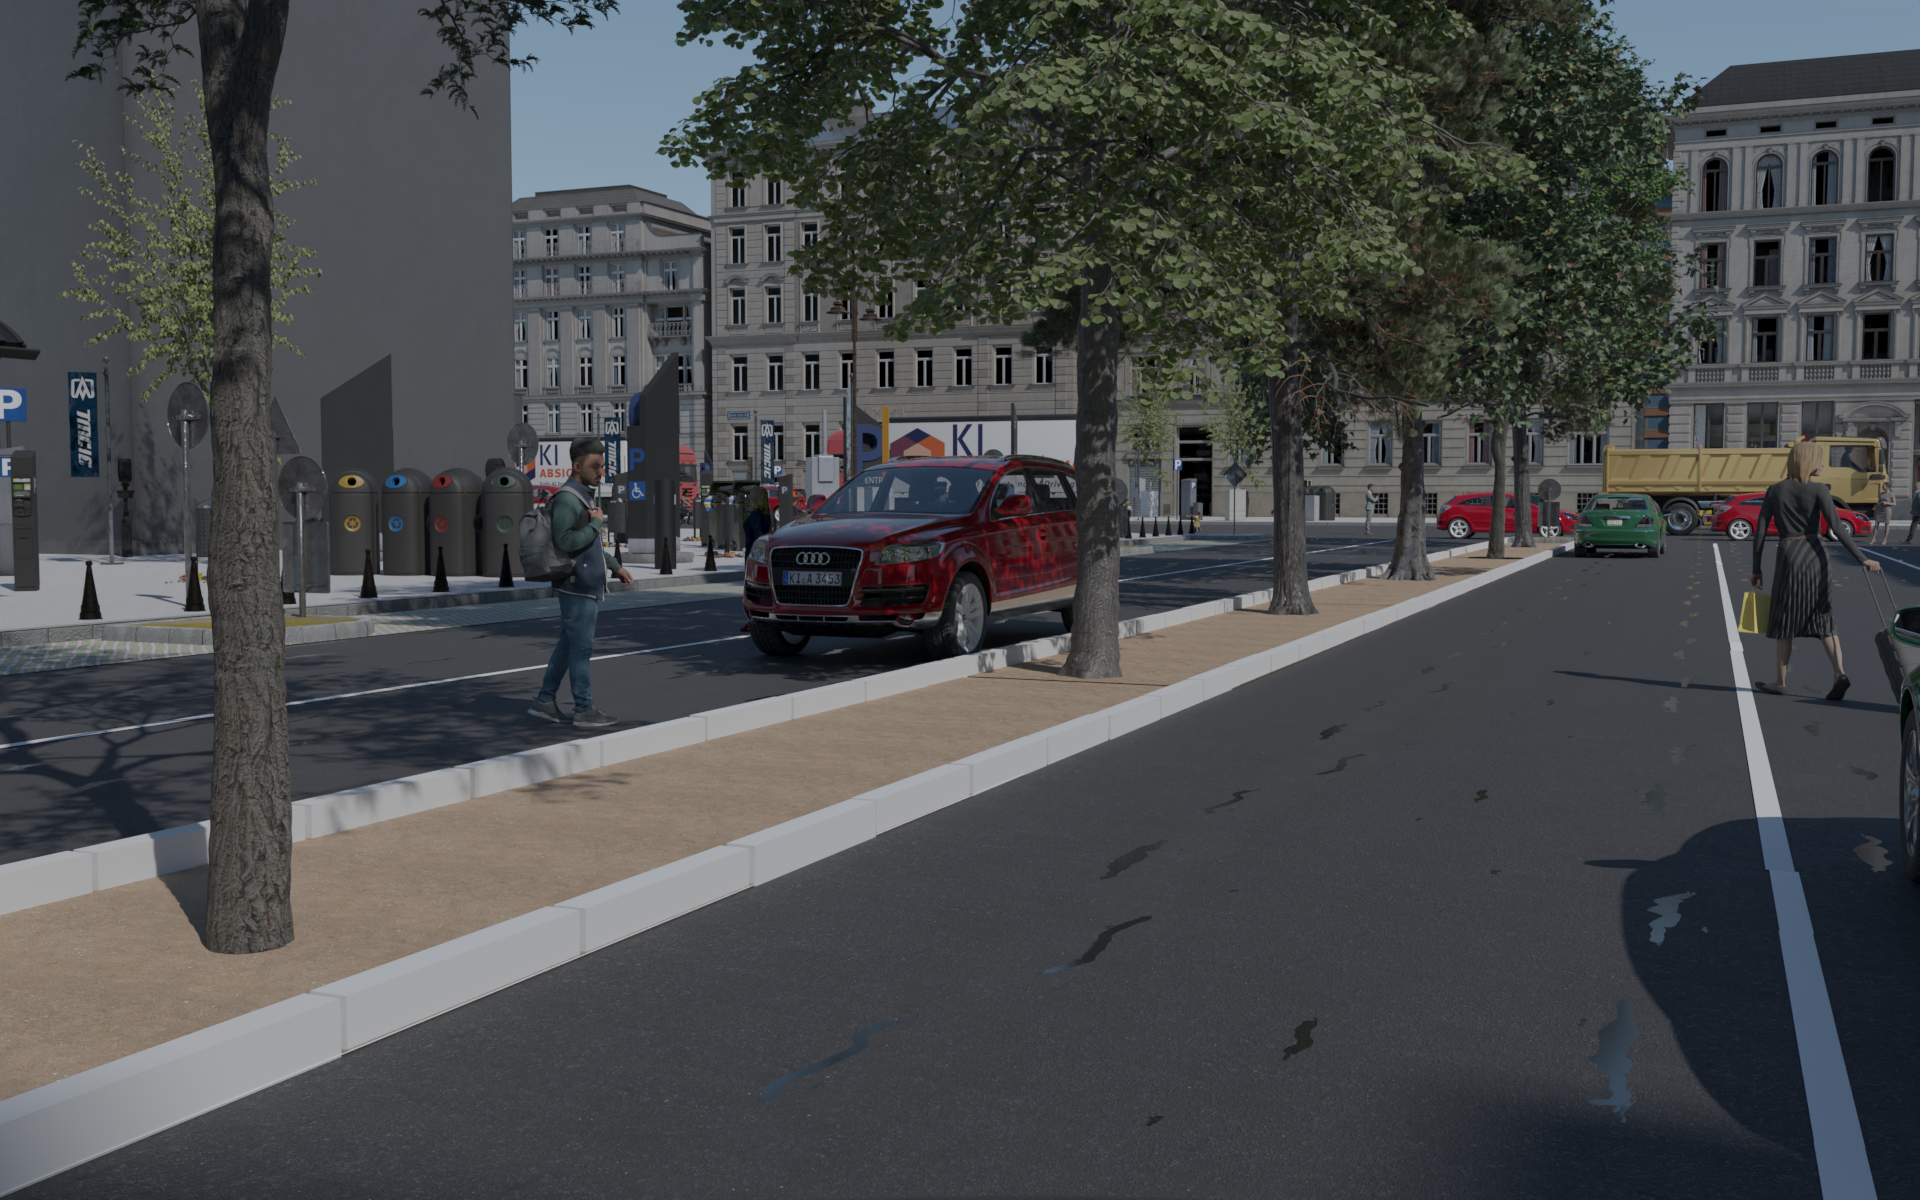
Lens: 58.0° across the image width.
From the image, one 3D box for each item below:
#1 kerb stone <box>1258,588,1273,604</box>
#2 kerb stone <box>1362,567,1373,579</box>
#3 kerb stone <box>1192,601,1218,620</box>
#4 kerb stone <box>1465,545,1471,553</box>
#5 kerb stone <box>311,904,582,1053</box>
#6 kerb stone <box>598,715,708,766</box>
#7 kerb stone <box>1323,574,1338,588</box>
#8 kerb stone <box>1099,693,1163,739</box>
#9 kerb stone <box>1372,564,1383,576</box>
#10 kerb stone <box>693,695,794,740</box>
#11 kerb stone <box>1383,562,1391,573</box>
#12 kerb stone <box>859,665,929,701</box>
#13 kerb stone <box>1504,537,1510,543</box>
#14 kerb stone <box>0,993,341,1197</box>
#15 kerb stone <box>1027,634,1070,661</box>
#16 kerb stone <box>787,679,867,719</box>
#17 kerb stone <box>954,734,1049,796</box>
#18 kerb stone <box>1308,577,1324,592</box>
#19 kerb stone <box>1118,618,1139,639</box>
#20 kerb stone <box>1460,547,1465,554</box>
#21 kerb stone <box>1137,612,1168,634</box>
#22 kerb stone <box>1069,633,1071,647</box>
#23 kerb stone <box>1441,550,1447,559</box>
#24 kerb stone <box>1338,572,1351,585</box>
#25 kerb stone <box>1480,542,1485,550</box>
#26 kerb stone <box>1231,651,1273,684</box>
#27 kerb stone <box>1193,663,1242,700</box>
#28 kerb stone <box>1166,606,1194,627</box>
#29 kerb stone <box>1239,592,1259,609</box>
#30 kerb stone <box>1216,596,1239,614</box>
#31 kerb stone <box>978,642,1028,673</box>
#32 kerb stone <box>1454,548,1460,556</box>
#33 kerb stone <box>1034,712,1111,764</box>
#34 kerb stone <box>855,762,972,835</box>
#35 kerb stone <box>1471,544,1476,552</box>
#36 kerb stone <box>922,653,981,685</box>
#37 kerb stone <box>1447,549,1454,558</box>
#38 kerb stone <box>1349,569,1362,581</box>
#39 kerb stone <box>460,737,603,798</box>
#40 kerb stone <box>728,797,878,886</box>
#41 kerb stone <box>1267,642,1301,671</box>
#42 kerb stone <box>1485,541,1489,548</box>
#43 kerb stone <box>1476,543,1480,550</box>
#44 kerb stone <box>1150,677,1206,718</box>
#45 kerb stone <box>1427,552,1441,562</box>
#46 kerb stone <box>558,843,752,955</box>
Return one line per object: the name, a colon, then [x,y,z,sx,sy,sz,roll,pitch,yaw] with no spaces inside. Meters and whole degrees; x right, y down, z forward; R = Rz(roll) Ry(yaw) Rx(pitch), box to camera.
kerb stone: [3.962,-0.034,22.755,0.120,0.150,1.000,2,4,23]
kerb stone: [6.806,-0.437,29.360,0.120,0.150,1.000,2,4,23]
kerb stone: [2.745,0.139,19.923,0.120,0.150,1.000,2,4,23]
kerb stone: [12.093,-1.189,41.639,0.120,0.150,1.000,2,4,23]
kerb stone: [-1.428,1.058,4.915,0.120,0.150,1.000,2,4,23]
kerb stone: [-1.720,0.781,9.529,0.120,0.150,1.000,2,4,23]
kerb stone: [5.592,-0.265,26.524,0.120,0.150,1.000,2,4,23]
kerb stone: [1.021,0.716,10.580,0.120,0.150,1.000,2,4,23]
kerb stone: [7.209,-0.496,30.306,0.120,0.150,1.000,2,4,23]
kerb stone: [-1.316,0.716,10.482,0.120,0.150,1.000,2,4,23]
kerb stone: [7.622,-0.554,31.249,0.120,0.150,1.000,2,4,23]
kerb stone: [-0.498,0.601,12.369,0.120,0.150,1.000,2,4,23]
kerb stone: [16.139,-1.761,51.080,0.120,0.150,1.000,2,4,23]
kerb stone: [-1.827,1.115,3.970,0.120,0.150,1.000,2,4,23]
kerb stone: [0.719,0.429,15.200,0.120,0.150,1.000,2,4,23]
kerb stone: [-0.907,0.661,11.428,0.120,0.150,1.000,2,4,23]
kerb stone: [0.205,0.826,8.697,0.120,0.150,1.000,2,4,23]
kerb stone: [5.178,-0.200,25.585,0.120,0.150,1.000,2,4,23]
kerb stone: [1.531,0.312,17.093,0.120,0.150,1.000,2,4,23]
kerb stone: [11.680,-1.132,40.700,0.120,0.150,1.000,2,4,23]
kerb stone: [1.936,0.257,18.035,0.120,0.150,1.000,2,4,23]
kerb stone: [1.124,0.378,16.143,0.120,0.150,1.000,2,4,23]
kerb stone: [10.465,-0.958,37.862,0.120,0.150,1.000,2,4,23]
kerb stone: [5.999,-0.322,27.470,0.120,0.150,1.000,2,4,23]
kerb stone: [13.304,-1.362,44.468,0.120,0.150,1.000,2,4,23]
kerb stone: [2.234,0.536,13.434,0.120,0.150,1.000,2,4,23]
kerb stone: [1.832,0.595,12.476,0.120,0.150,1.000,2,4,23]
kerb stone: [2.341,0.204,18.978,0.120,0.150,1.000,2,4,23]
kerb stone: [3.559,0.024,21.811,0.120,0.150,1.000,2,4,23]
kerb stone: [3.154,0.081,20.868,0.120,0.150,1.000,2,4,23]
kerb stone: [0.304,0.486,14.257,0.120,0.150,1.000,2,4,23]
kerb stone: [11.283,-1.074,39.754,0.120,0.150,1.000,2,4,23]
kerb stone: [0.609,0.771,9.640,0.120,0.150,1.000,2,4,23]
kerb stone: [-0.208,0.884,7.748,0.120,0.150,1.000,2,4,23]
kerb stone: [12.500,-1.247,42.581,0.120,0.150,1.000,2,4,23]
kerb stone: [-0.104,0.543,13.316,0.120,0.150,1.000,2,4,23]
kerb stone: [10.872,-1.012,38.804,0.120,0.150,1.000,2,4,23]
kerb stone: [6.396,-0.380,28.416,0.120,0.150,1.000,2,4,23]
kerb stone: [-2.128,0.832,8.586,0.120,0.150,1.000,2,4,23]
kerb stone: [-0.604,0.942,6.802,0.120,0.150,1.000,2,4,23]
kerb stone: [2.645,0.482,14.381,0.120,0.150,1.000,2,4,23]
kerb stone: [13.716,-1.420,45.416,0.120,0.150,1.000,2,4,23]
kerb stone: [12.893,-1.305,43.528,0.120,0.150,1.000,2,4,23]
kerb stone: [1.427,0.657,11.533,0.120,0.150,1.000,2,4,23]
kerb stone: [10.059,-0.898,36.915,0.120,0.150,1.000,2,4,23]
kerb stone: [-1.020,1.003,5.863,0.120,0.150,1.000,2,4,23]
